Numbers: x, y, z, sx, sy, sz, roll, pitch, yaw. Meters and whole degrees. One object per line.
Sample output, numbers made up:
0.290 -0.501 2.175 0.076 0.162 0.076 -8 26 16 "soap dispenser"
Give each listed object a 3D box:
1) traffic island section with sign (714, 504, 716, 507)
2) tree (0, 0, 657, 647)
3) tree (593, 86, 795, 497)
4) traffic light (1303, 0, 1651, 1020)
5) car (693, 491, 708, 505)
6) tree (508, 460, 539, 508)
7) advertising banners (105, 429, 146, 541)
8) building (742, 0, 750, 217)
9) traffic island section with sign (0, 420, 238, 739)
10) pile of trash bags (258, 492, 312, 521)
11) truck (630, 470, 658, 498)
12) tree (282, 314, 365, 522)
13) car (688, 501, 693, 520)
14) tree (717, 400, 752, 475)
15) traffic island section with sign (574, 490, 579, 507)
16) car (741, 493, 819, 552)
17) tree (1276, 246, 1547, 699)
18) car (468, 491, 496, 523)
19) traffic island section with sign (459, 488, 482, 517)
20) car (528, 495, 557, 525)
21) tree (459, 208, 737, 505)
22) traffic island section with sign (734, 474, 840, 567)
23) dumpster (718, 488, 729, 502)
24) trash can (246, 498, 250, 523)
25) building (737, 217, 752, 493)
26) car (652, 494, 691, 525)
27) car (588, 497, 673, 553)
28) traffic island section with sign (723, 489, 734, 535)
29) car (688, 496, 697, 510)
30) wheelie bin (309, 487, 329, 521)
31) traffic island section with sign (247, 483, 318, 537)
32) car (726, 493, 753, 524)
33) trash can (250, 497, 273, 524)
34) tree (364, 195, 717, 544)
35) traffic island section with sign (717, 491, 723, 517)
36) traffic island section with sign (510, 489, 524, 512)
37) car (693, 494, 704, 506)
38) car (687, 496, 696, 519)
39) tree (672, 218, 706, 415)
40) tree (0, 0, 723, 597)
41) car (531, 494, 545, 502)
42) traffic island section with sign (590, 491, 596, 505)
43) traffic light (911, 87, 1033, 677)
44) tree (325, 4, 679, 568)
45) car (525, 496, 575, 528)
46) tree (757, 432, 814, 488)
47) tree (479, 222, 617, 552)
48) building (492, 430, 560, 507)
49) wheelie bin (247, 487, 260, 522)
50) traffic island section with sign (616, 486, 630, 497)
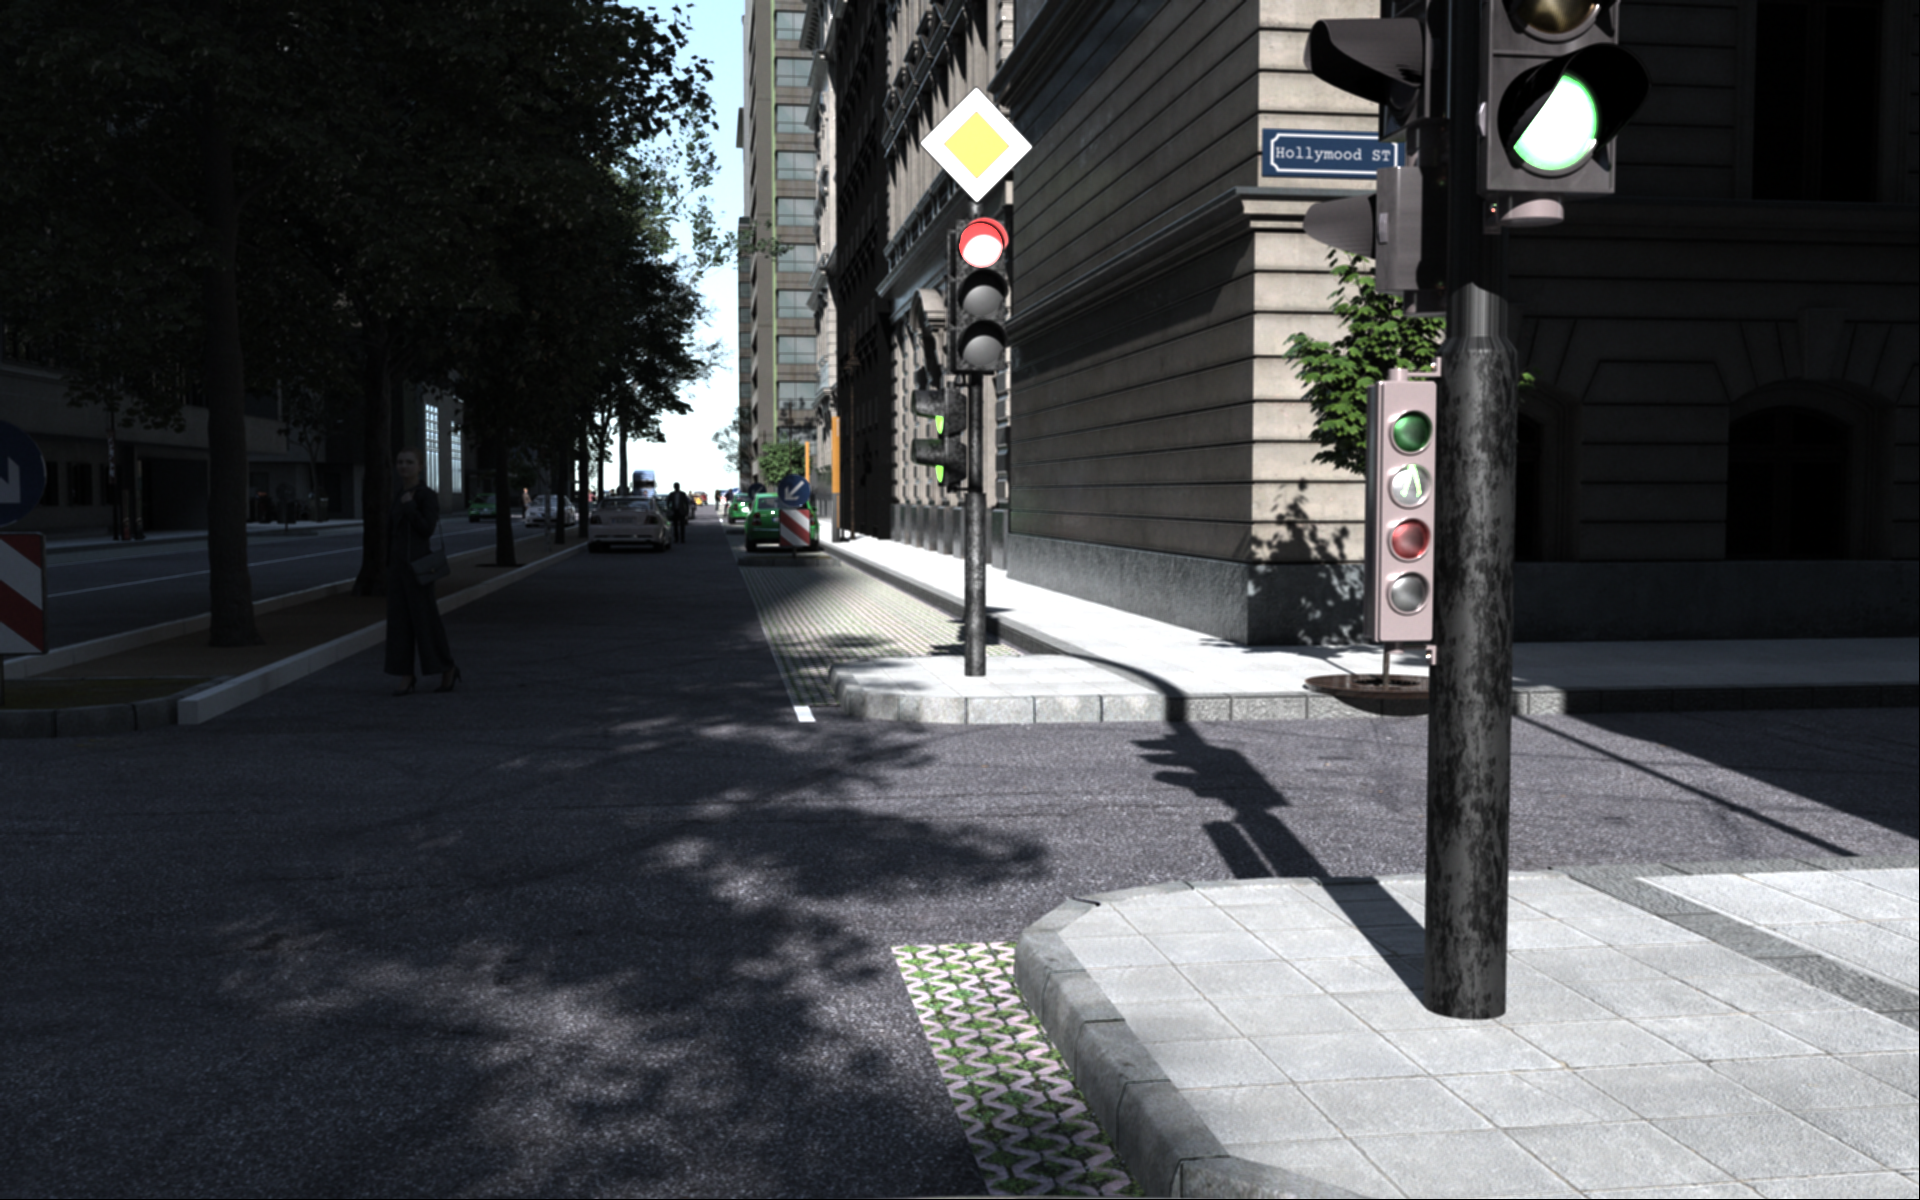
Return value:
-18.292 -7.879 137.448 1.989 1.847 2.006 -1 4 -8 "traffic island section with sign"
-6.664 -5.805 15.498 7.486 12.596 7.792 0 3 0 "tree"
-14.246 -13.495 78.996 12.611 20.169 13.585 0 3 0 "tree"
-0.828 -1.781 3.788 4.771 5.953 1.251 -1 4 -8 "traffic light"
-33.981 -13.293 226.011 2.281 1.827 5.304 -1 4 -8 "car"
-40.388 -10.743 159.363 4.285 4.588 4.351 0 3 0 "tree"
-22.848 -3.132 47.403 0.090 3.025 2.074 0 4 0 "advertising banners"
-14.787 -40.472 203.709 21.231 58.520 28.212 -1 4 -8 "building"
-5.916 -0.177 11.038 2.006 1.907 1.989 -1 4 -8 "traffic island section with sign"
-32.276 -4.426 82.115 1.912 1.369 3.447 1 4 9 "pile of trash bags"
-35.787 -12.708 197.532 2.967 4.110 18.799 -1 4 -8 "truck"
-29.216 -8.792 78.160 7.601 10.594 8.767 2 4 35 "tree"
-15.761 -5.112 95.583 2.014 1.417 4.499 0 4 -7 "car"
-20.071 -14.429 170.332 8.767 10.594 7.601 -2 4 -28 "tree"
-42.069 -11.135 190.678 1.989 1.847 2.006 -1 4 -8 "traffic island section with sign"
-4.552 -2.145 43.865 1.959 1.807 4.718 0 4 -8 "car"
2.924 -1.018 11.239 1.663 3.219 1.824 0 3 0 "tree"
-23.993 -4.865 88.331 1.959 1.807 4.718 -1 4 -10 "car"
-30.129 -6.081 108.050 1.989 1.847 2.006 -1 4 -8 "traffic island section with sign"
-19.593 -4.332 82.827 2.014 1.417 4.499 -1 4 -10 "car"
-13.725 -9.357 65.817 12.009 13.543 11.850 0 3 0 "tree"
-3.478 -1.605 34.868 1.989 1.847 2.006 -1 4 -8 "traffic island section with sign"
-33.087 -14.454 241.271 1.985 2.255 1.502 0 4 -8 "dumpster"
-31.495 -3.967 76.518 0.748 1.137 0.748 0 3 0 "trash can"
-16.371 -25.156 182.998 14.160 30.474 14.107 -1 4 -8 "building"
-13.684 -4.232 80.985 2.131 1.459 4.920 0 4 -7 "car"
-8.339 -1.927 43.873 2.083 1.381 4.827 0 4 -6 "car"
-7.326 -3.237 61.549 1.989 1.847 2.006 -1 4 -8 "traffic island section with sign"
-24.408 -8.670 154.337 1.945 1.354 3.894 0 4 -7 "car"
-30.083 -4.482 81.187 0.693 1.594 0.980 1 4 21 "wheelie bin"
-23.044 -3.084 59.048 1.989 1.847 2.006 -1 4 -8 "traffic island section with sign"
-10.186 -4.538 83.000 1.959 1.807 4.718 -1 4 -10 "car"
-30.255 -3.894 75.317 0.748 1.137 0.748 0 3 0 "trash can"
-11.362 -6.834 48.608 8.767 10.594 7.601 -1 4 -8 "tree"
-14.375 -6.223 110.378 1.989 1.847 2.006 -1 4 -8 "traffic island section with sign"
-34.005 -7.721 134.873 1.989 1.847 2.006 -1 4 -8 "traffic island section with sign"
-31.280 -11.884 204.519 2.015 1.641 3.980 0 4 -7 "car"
-16.516 -5.459 101.839 1.945 1.354 3.894 0 4 -7 "car"
-12.170 -8.291 56.139 7.486 12.596 7.792 0 3 0 "tree"
-8.160 -6.394 24.000 9.611 12.733 9.660 0 3 0 "tree"
-35.414 -8.343 146.195 2.009 1.686 4.222 -1 4 -8 "car"
-45.908 -12.767 217.359 1.989 1.847 2.006 -1 4 -8 "traffic island section with sign"
0.088 -1.420 12.130 0.839 4.253 0.868 -1 4 -8 "traffic light"
-9.070 -6.461 33.855 9.928 11.665 9.643 0 3 0 "tree"
-17.916 -3.881 75.816 2.083 1.381 4.827 0 4 -8 "car"
-9.197 -6.605 91.704 4.285 4.588 4.351 0 3 0 "tree"
-10.192 -5.486 42.514 4.737 8.622 4.395 0 3 0 "tree"
-53.432 -38.921 178.351 21.231 58.520 28.212 -1 4 -8 "building"
-32.181 -4.319 78.521 0.980 1.594 0.693 0 4 -3 "wheelie bin"
-16.665 -4.726 85.406 2.006 1.907 1.989 -1 4 -8 "traffic island section with sign"
